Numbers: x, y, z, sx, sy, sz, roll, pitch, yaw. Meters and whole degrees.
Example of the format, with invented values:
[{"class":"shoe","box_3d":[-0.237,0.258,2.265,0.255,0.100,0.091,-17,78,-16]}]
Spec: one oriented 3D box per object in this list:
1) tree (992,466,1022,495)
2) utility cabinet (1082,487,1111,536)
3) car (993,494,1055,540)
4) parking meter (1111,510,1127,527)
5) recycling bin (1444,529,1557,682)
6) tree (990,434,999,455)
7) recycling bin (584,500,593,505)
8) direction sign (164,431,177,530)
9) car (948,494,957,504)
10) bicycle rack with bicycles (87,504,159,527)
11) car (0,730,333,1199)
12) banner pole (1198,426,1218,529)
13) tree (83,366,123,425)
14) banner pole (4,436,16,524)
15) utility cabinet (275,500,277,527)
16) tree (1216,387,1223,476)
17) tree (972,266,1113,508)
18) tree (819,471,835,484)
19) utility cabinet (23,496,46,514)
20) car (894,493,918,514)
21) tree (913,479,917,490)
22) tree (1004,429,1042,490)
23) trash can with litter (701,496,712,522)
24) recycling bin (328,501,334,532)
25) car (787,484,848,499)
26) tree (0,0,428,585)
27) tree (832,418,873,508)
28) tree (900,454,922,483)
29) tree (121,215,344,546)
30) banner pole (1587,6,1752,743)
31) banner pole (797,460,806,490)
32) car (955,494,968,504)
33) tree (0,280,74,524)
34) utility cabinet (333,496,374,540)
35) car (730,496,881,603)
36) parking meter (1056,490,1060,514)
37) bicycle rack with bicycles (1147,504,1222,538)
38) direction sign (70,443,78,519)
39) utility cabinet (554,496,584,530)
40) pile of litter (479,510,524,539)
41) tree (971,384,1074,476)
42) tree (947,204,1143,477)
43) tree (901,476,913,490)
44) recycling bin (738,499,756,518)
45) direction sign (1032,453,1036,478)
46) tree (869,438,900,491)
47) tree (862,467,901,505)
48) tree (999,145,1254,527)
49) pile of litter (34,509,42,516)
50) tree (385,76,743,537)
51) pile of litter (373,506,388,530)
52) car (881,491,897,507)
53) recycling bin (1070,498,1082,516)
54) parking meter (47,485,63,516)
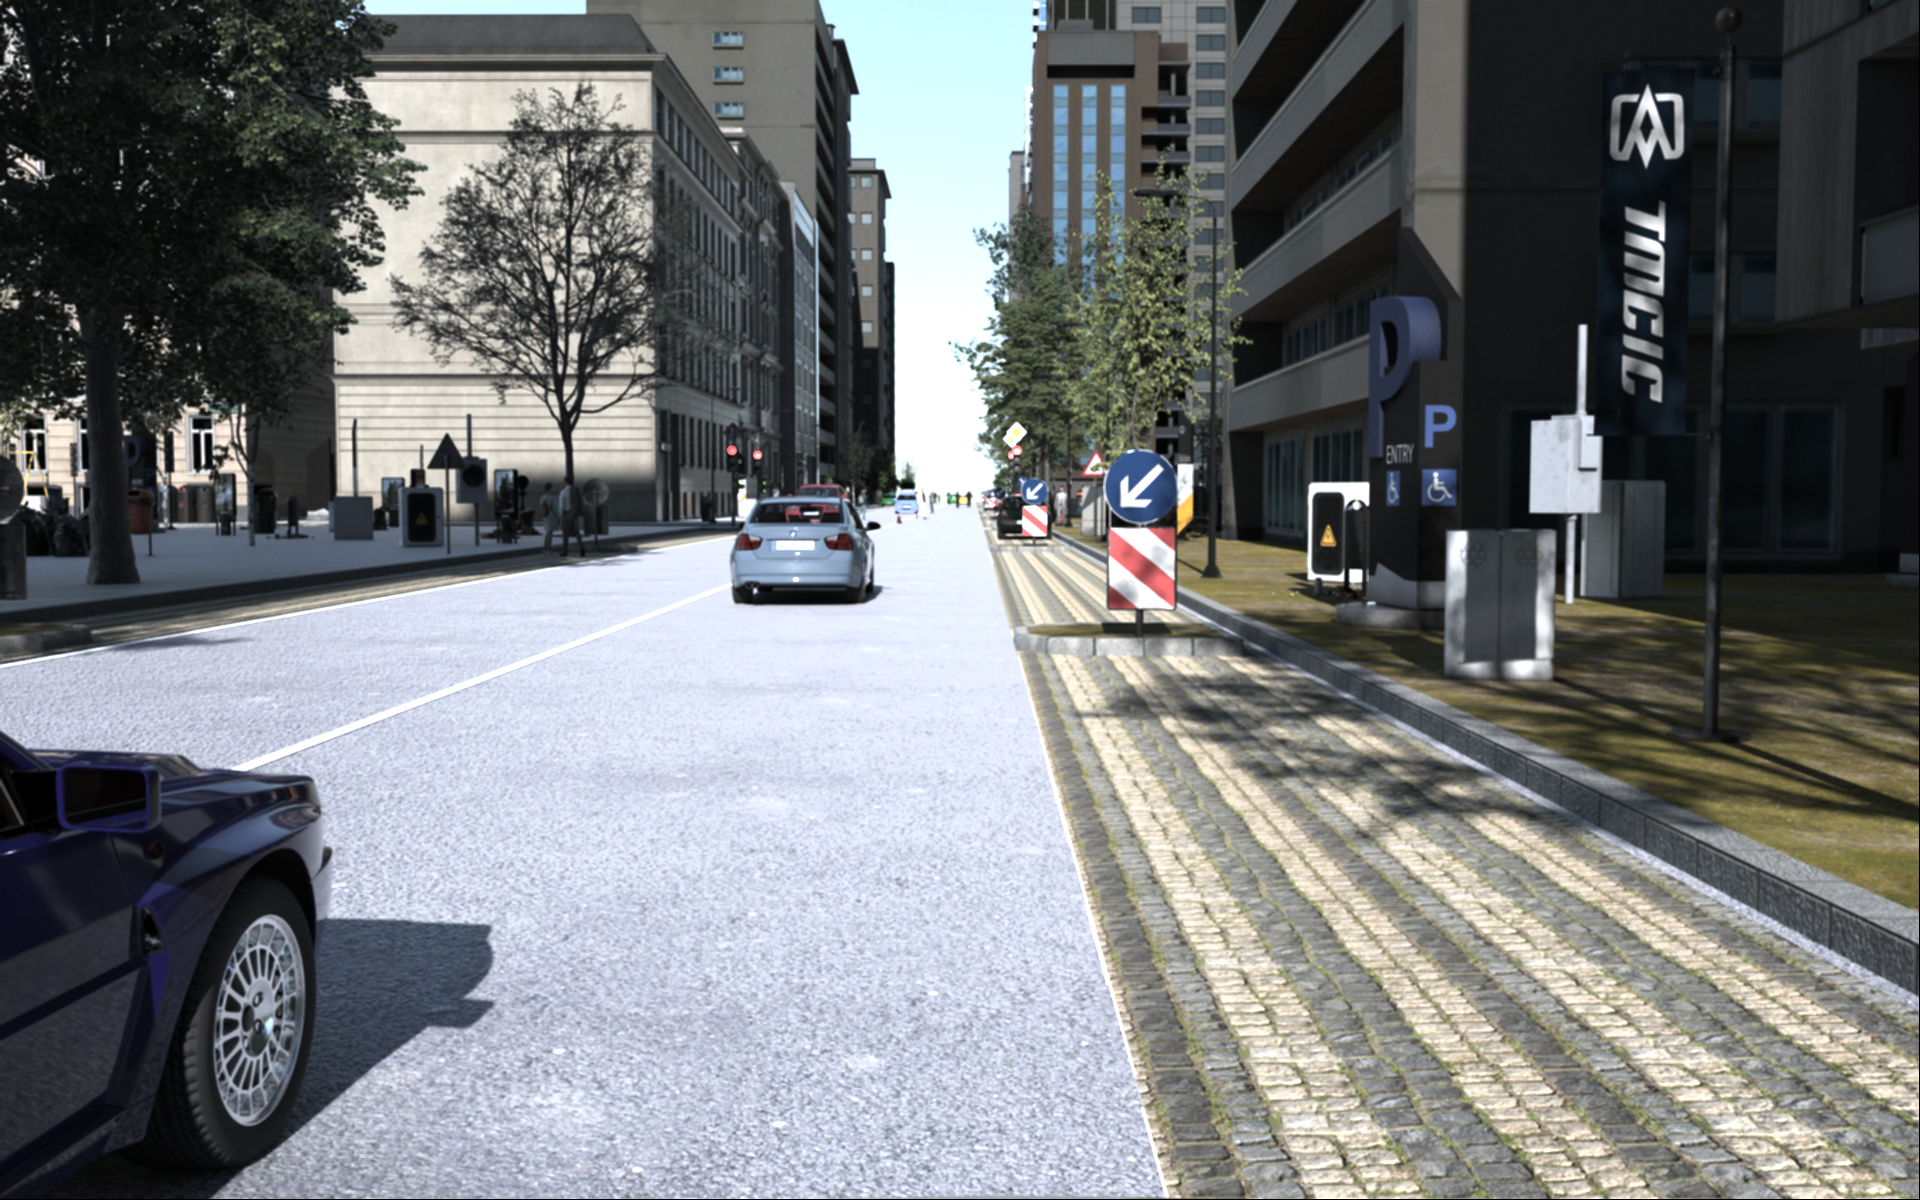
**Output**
[{"class":"tree","box_3d":[5.145,-11.967,179.375,4.285,4.588,4.351,0,3,0]},{"class":"utility cabinet","box_3d":[4.153,-2.684,52.563,0.318,1.500,1.173,-2,4,-29]},{"class":"car","box_3d":[2.056,-2.805,55.655,2.009,1.686,4.222,0,4,1]},{"class":"parking meter","box_3d":[4.145,-2.420,45.275,0.399,1.863,0.255,-3,4,-39]},{"class":"recycling bin","box_3d":[3.801,0.020,12.231,0.722,1.027,0.722,1,4,15]},{"class":"tree","box_3d":[4.748,-11.357,136.056,4.737,8.622,4.395,0,3,0]},{"class":"recycling bin","box_3d":[-16.529,-3.872,75.862,0.722,1.027,0.722,-2,4,-28]},{"class":"direction sign","box_3d":[-28.390,-4.296,62.234,0.379,3.537,0.876,0,4,-6]},{"class":"car","box_3d":[-0.736,-14.329,243.081,1.959,1.807,4.718,0,4,-1]},{"class":"bicycle rack with bicycles","box_3d":[-28.815,-2.839,59.807,2.852,0.926,2.925,-2,4,-24]},{"class":"car","box_3d":[-2.391,0.612,2.567,1.945,1.354,3.894,0,4,2]},{"class":"banner pole","box_3d":[9.162,-4.519,63.909,0.863,3.779,0.401,3,4,38]},{"class":"tree","box_3d":[-30.239,-7.024,65.207,4.360,8.622,3.978,0,3,0]},{"class":"banner pole","box_3d":[-41.308,-5.221,75.379,0.401,3.779,0.863,0,4,7]},{"class":"utility cabinet","box_3d":[-27.434,-3.483,68.105,1.020,1.237,0.306,-3,5,-45]},{"class":"tree","box_3d":[16.892,-9.304,102.480,4.360,8.622,3.978,0,3,0]},{"class":"tree","box_3d":[4.221,-10.287,86.315,7.486,12.596,7.792,0,3,0]},{"class":"tree","box_3d":[-10.514,-8.889,139.941,1.663,3.219,1.824,0,3,0]},{"class":"utility cabinet","box_3d":[-40.459,-3.947,75.690,1.020,1.237,0.306,1,4,19]},{"class":"car","box_3d":[-3.905,-7.199,127.291,1.945,1.707,3.694,0,4,-1]},{"class":"tree","box_3d":[-9.184,-19.423,301.286,4.285,4.588,4.351,0,3,0]},{"class":"tree","box_3d":[5.851,-12.504,154.806,4.360,8.622,3.978,0,3,0]},{"class":"trash can with litter","box_3d":[-11.777,-4.263,81.083,0.624,1.170,1.055,-1,4,-19]},{"class":"recycling bin","box_3d":[-21.074,-2.853,59.198,0.722,1.027,0.722,1,4,10]},{"class":"car","box_3d":[-5.243,-3.423,64.634,2.281,1.827,5.304,0,4,2]},{"class":"tree","box_3d":[-12.117,-7.205,24.451,9.857,13.997,8.962,0,3,0]},{"class":"tree","box_3d":[-10.140,-13.115,164.793,4.360,8.622,3.978,0,3,0]},{"class":"tree","box_3d":[-9.140,-22.026,310.478,4.360,8.622,3.978,0,3,0]},{"class":"tree","box_3d":[-17.523,-5.656,42.836,4.360,8.622,3.978,0,3,0]},{"class":"banner pole","box_3d":[3.724,-1.163,9.040,0.863,3.779,0.401,0,4,7]},{"class":"banner pole","box_3d":[-11.437,-8.305,125.803,0.863,3.779,0.401,-1,4,-17]},{"class":"car","box_3d":[0.416,-12.878,220.780,2.015,1.641,3.980,0,4,0]},{"class":"tree","box_3d":[-30.564,-6.412,55.192,4.737,8.622,4.395,0,3,0]},{"class":"utility cabinet","box_3d":[-16.971,-2.282,48.476,1.020,1.237,0.306,-1,4,-14]},{"class":"car","box_3d":[-2.120,-0.732,23.976,2.014,1.417,4.499,0,4,0]},{"class":"parking meter","box_3d":[6.376,-6.308,111.549,0.372,1.533,0.369,0,3,0]},{"class":"bicycle rack with bicycles","box_3d":[6.618,-2.318,51.278,2.925,0.926,2.852,1,4,23]},{"class":"direction sign","box_3d":[-39.212,-5.181,76.703,0.379,3.537,0.876,-3,5,-43]},{"class":"utility cabinet","box_3d":[-14.030,-3.124,62.242,1.020,1.237,0.306,0,4,-3]},{"class":"pile of litter","box_3d":[-13.326,-2.211,50.111,1.176,0.858,1.719,-1,4,-13]},{"class":"tree","box_3d":[5.132,-12.821,144.031,8.767,10.594,7.601,-1,4,-9]},{"class":"tree","box_3d":[5.586,-15.626,111.372,12.611,20.169,13.585,0,3,0]},{"class":"tree","box_3d":[-9.698,-15.614,239.005,4.285,4.588,4.351,0,3,0]},{"class":"recycling bin","box_3d":[-11.245,-4.837,91.637,0.722,1.027,0.722,-3,4,-38]},{"class":"direction sign","box_3d":[4.108,-6.357,95.939,0.379,3.537,0.876,1,4,14]},{"class":"tree","box_3d":[-10.000,-16.596,221.706,4.737,8.622,4.395,0,3,0]},{"class":"tree","box_3d":[-10.374,-14.974,228.534,4.285,4.588,4.351,0,3,0]},{"class":"tree","box_3d":[4.135,-5.341,37.681,4.737,8.622,4.395,0,3,0]},{"class":"pile of litter","box_3d":[-26.677,-2.185,49.686,1.719,0.858,1.176,-2,4,-35]},{"class":"tree","box_3d":[-11.695,-8.635,51.551,12.009,13.543,11.850,0,3,0]},{"class":"pile of litter","box_3d":[-20.989,-2.929,61.849,1.176,0.858,1.719,0,4,-4]},{"class":"car","box_3d":[-7.701,-11.102,190.321,1.959,1.807,4.718,0,4,1]},{"class":"recycling bin","box_3d":[7.009,-5.546,103.239,0.722,1.027,0.722,3,5,39]},{"class":"parking meter","box_3d":[-25.043,-2.418,47.950,0.372,1.533,0.369,0,3,0]}]
